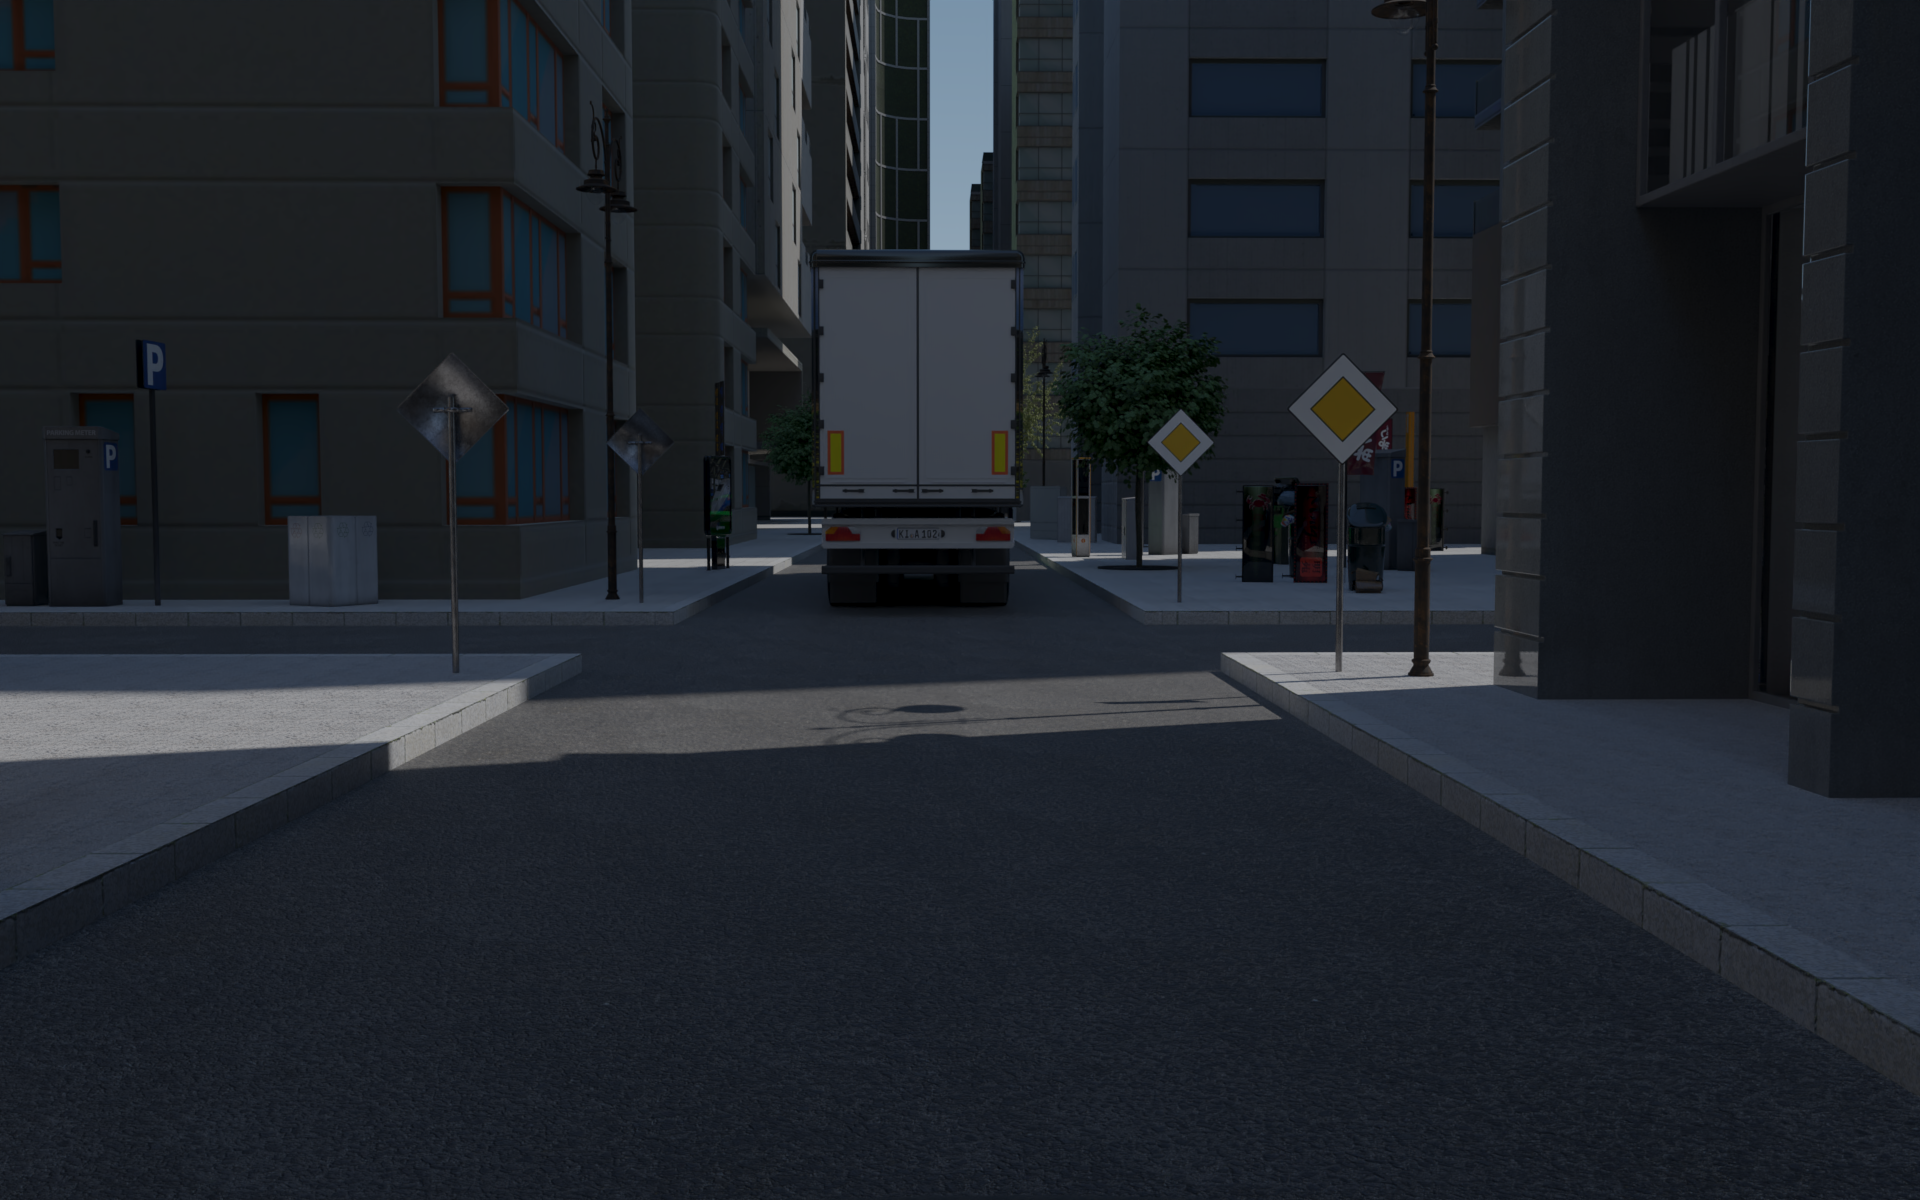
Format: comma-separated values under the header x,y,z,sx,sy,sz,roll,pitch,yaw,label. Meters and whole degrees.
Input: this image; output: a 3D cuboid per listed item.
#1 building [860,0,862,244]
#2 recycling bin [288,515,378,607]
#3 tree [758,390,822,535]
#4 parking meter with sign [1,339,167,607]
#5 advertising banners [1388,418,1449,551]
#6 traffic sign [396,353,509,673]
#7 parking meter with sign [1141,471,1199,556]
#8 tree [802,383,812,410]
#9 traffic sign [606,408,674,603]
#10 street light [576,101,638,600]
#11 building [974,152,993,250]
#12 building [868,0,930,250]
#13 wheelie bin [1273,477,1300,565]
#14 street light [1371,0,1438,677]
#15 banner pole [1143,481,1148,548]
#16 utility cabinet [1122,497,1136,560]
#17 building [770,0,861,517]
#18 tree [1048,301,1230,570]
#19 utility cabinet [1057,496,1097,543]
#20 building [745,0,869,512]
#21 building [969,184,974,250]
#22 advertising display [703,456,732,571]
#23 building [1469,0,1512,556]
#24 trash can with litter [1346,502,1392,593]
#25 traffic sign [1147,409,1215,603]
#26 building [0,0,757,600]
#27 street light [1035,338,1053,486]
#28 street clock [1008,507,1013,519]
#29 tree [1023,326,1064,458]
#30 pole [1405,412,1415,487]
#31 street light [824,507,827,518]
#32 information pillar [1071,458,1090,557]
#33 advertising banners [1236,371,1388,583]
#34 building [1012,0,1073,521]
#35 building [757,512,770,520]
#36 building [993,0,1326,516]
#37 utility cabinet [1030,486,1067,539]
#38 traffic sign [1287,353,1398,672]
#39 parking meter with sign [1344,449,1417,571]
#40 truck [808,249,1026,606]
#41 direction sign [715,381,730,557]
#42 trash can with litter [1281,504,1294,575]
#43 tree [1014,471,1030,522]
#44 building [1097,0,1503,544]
x,y,z,sx,sy,sz,roll,pitch,yaw,label
-14.325,-26.921,123.756,14.154,41.232,14.086,0,4,-1,building
-7.272,-0.461,20.098,0.722,1.027,0.722,2,4,27,recycling bin
-4.680,-4.345,54.749,4.285,4.588,4.351,0,3,0,tree
-10.048,-1.441,19.828,1.738,3.016,0.543,0,4,0,parking meter with sign
10.277,-2.653,39.565,0.090,3.025,2.074,-3,4,-37,advertising banners
-3.612,-0.533,12.358,0.795,2.450,0.064,0,4,-1,traffic sign
4.368,-2.466,36.587,1.738,3.016,0.543,-3,5,-45,parking meter with sign
-6.203,-8.492,89.203,4.360,8.622,3.978,0,3,0,tree
-3.749,-1.021,20.341,0.795,2.450,0.064,0,4,-1,traffic sign
-4.232,-2.944,20.923,0.468,5.910,1.993,0,4,-1,street light
8.724,-23.092,149.261,14.160,30.474,14.107,0,4,-1,building
-13.547,-45.887,188.496,20.611,71.187,20.563,0,4,-1,building
5.966,-1.451,31.639,0.693,1.594,0.980,-2,4,-28,wheelie bin
3.256,-2.402,12.054,0.468,5.910,1.993,0,4,-1,street light
4.549,-3.168,41.811,0.401,3.779,0.863,3,5,43,banner pole
3.378,-1.416,34.307,0.306,1.237,1.020,0,4,1,utility cabinet
-17.126,-29.466,105.479,21.300,48.544,21.600,0,4,-1,building
3.137,-2.815,29.733,4.285,4.588,4.351,0,3,0,tree
3.097,-2.118,45.793,1.020,1.237,0.306,1,4,15,utility cabinet
-21.589,-34.635,155.519,27.495,52.752,28.713,0,4,-1,building
7.856,-23.973,163.665,14.160,30.474,14.107,0,4,-1,building
-4.111,-1.481,29.421,0.123,1.923,0.974,1,4,14,advertising display
17.977,-23.157,28.734,14.200,45.320,14.600,0,4,-1,building
5.417,-0.697,22.782,0.624,1.170,1.055,0,4,7,trash can with litter
2.594,-1.027,20.430,0.795,2.450,0.064,0,4,-1,traffic sign
-19.417,-11.594,34.594,27.650,21.520,28.899,0,4,-1,building
2.493,-4.813,51.478,0.468,5.910,1.993,0,4,-1,street light
1.850,-3.613,63.645,0.471,2.002,0.358,-1,4,-13,street clock
2.415,-7.595,74.539,4.737,8.622,4.395,0,3,0,tree
11.177,-3.012,43.088,0.158,3.312,0.155,0,3,0,pole
-4.939,-5.546,63.473,0.468,5.910,1.993,0,4,-1,street light
2.459,-1.879,35.209,0.304,2.012,0.304,-1,4,-16,information pillar
5.030,-1.758,24.923,2.074,3.025,0.090,1,4,12,advertising banners
9.575,-24.747,88.206,14.154,41.232,14.086,0,4,-1,building
-20.166,-29.390,69.762,28.713,52.752,27.495,0,4,-1,building
12.918,-35.801,127.353,21.231,58.520,28.212,0,4,-1,building
2.511,-2.462,48.939,0.318,1.500,1.173,-3,5,-43,utility cabinet
2.732,-0.538,12.446,0.795,2.450,0.064,0,4,-1,traffic sign
7.164,-2.027,29.404,0.543,3.016,1.738,-2,4,-34,parking meter with sign
-0.604,-2.237,25.494,2.839,4.237,11.283,0,4,-1,truck
-4.865,-2.637,35.107,0.379,3.537,0.876,-1,4,-18,direction sign
5.282,-0.944,26.818,0.624,1.170,1.055,1,4,10,trash can with litter
2.283,-5.132,78.506,1.663,3.219,1.824,0,3,0,tree
14.256,-31.475,56.619,21.231,58.520,28.212,0,4,-1,building
